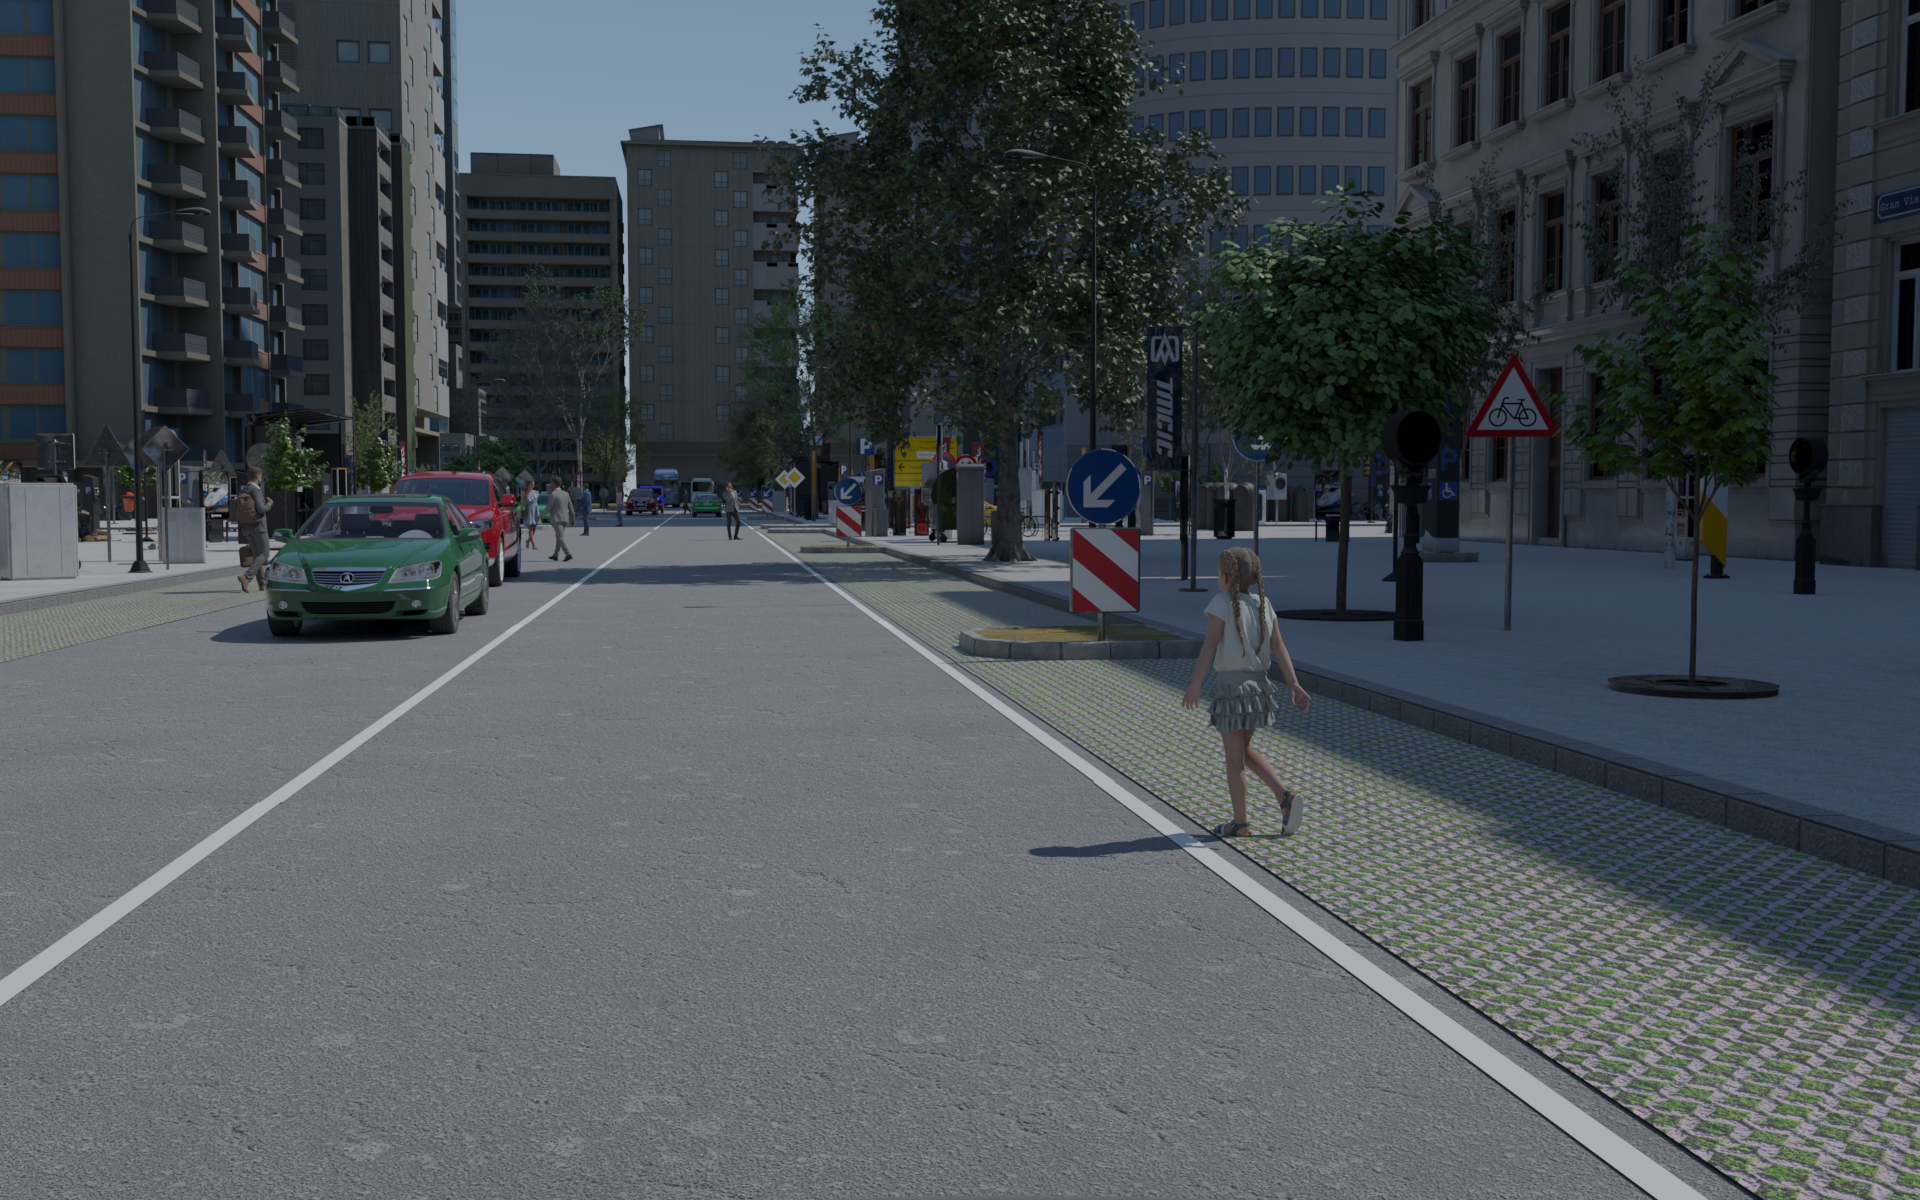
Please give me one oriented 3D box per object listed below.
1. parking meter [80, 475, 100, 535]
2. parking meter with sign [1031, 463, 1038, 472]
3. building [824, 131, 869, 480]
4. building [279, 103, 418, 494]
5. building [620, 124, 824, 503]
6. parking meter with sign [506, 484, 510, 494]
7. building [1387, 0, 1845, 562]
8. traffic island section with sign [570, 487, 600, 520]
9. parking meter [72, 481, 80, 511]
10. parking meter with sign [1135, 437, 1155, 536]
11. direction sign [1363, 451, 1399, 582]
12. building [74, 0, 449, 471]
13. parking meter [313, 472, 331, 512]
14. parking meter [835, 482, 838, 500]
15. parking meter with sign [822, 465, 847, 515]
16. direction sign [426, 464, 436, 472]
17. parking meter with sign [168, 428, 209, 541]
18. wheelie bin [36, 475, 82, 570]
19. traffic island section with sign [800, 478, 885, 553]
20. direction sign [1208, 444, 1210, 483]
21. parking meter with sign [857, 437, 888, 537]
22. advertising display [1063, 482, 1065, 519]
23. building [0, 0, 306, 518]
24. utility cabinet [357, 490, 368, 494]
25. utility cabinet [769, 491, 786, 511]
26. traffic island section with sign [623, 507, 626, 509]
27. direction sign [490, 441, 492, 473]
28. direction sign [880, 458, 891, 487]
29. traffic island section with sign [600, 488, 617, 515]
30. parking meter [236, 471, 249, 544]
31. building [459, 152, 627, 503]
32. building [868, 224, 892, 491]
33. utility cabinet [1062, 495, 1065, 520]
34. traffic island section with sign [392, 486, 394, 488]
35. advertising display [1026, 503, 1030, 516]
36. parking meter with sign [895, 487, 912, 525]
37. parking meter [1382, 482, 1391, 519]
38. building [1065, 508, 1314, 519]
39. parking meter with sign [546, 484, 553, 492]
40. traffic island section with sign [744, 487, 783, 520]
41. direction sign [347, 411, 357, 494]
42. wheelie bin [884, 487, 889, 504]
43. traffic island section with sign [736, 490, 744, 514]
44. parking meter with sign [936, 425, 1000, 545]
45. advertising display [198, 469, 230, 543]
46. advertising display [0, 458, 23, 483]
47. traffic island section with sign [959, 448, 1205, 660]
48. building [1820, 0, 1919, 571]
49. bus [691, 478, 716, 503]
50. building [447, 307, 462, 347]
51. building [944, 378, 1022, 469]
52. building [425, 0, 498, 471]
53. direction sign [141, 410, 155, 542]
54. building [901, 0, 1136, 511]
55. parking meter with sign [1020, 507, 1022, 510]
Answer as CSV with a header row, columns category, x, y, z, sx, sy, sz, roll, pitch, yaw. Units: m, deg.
category,x,y,z,sx,sy,sz,roll,pitch,yaw
parking meter,-26.080,-2.833,52.037,0.399,1.863,0.255,1,4,14
parking meter with sign,3.675,-6.125,96.398,0.543,3.016,1.738,-3,4,-37
building,-8.133,-41.052,260.433,27.495,52.752,28.713,-1,4,-8
building,-49.898,-22.030,131.886,14.160,30.474,14.107,-1,4,-8
building,-35.258,-40.775,255.916,27.495,52.752,28.713,-1,4,-8
parking meter with sign,-33.008,-7.907,125.532,1.738,3.016,0.543,2,4,31
building,19.341,-12.625,42.583,11.583,22.565,21.152,-1,4,-8
traffic island section with sign,-20.954,-5.270,94.785,1.989,1.847,2.006,-1,4,-8
parking meter,-38.590,-4.285,75.771,0.399,1.863,0.255,-2,4,-31
parking meter with sign,5.764,-3.511,53.665,0.543,3.016,1.738,0,4,-6
direction sign,6.401,-2.042,25.384,0.876,3.537,0.379,3,5,43
building,-60.809,-34.480,152.983,28.713,52.752,27.495,-1,4,-8
parking meter,-15.878,-2.290,43.151,0.255,1.863,0.399,1,4,16
parking meter,-5.613,-4.598,80.885,0.255,1.863,0.399,3,5,43
parking meter with sign,-7.692,-6.693,105.692,1.738,3.016,0.543,3,5,42
direction sign,-39.296,-8.366,128.774,0.379,3.537,0.876,3,4,38
parking meter with sign,-20.790,-3.093,46.824,0.543,3.016,1.738,1,4,11
wheelie bin,-14.904,-1.255,28.435,0.980,1.594,0.693,2,4,25
traffic island section with sign,-2.904,-2.070,42.470,1.989,1.847,2.006,-1,4,-8
direction sign,11.251,-5.274,78.219,0.379,3.537,0.876,0,4,4
parking meter with sign,-2.603,-3.443,52.549,0.543,3.016,1.738,-1,4,-21
advertising display,5.426,-5.223,90.602,0.123,1.923,0.974,0,4,5
building,-51.836,-27.327,101.414,22.147,44.769,28.867,-1,4,-8
utility cabinet,-30.894,-4.948,89.571,0.318,1.500,1.173,0,4,-5
utility cabinet,-15.092,-8.269,143.876,1.173,1.500,0.318,-1,4,-21
traffic island section with sign,-32.237,-9.938,171.114,1.989,1.847,2.006,-1,4,-8
direction sign,-20.305,-5.076,74.985,0.379,3.537,0.876,-1,4,-15
direction sign,-4.643,-7.142,108.766,0.876,3.537,0.379,2,4,28
traffic island section with sign,-24.899,-6.901,121.451,1.989,1.847,2.006,-1,4,-8
parking meter,-18.339,-2.372,44.485,0.399,1.863,0.255,-1,4,-13
building,-59.458,-38.262,249.280,21.600,48.544,21.300,-1,4,-8
building,1.014,-35.266,200.296,21.300,48.544,21.600,-1,4,-8
utility cabinet,4.735,-4.543,85.448,0.306,1.237,1.020,3,5,40
traffic island section with sign,-12.923,-1.942,40.380,1.989,1.847,2.006,-1,4,-8
advertising display,3.487,-5.070,88.108,0.974,1.923,0.123,2,4,31
parking meter with sign,-2.379,-4.696,73.048,1.738,3.016,0.543,1,4,10
parking meter,21.112,-4.892,85.693,0.399,1.863,0.255,-3,4,-38
building,19.041,-34.091,99.390,28.212,58.520,21.231,-1,4,-8
parking meter with sign,-32.042,-8.530,135.732,1.738,3.016,0.543,-1,4,-11
traffic island section with sign,-10.867,-5.371,96.439,1.989,1.847,2.006,-1,4,-8
direction sign,-16.701,-3.414,47.815,0.379,3.537,0.876,-1,4,-16
wheelie bin,-3.329,-4.221,76.914,0.693,1.594,0.980,-1,4,-15
traffic island section with sign,-14.906,-7.041,123.756,1.989,1.847,2.006,-1,4,-8
parking meter with sign,0.276,-2.903,43.726,1.738,3.016,0.543,0,4,-5
advertising display,-19.702,-2.481,45.780,0.123,1.923,0.974,1,4,19
advertising display,-17.191,-1.579,31.038,0.123,1.923,0.974,1,4,14
traffic island section with sign,1.034,-0.439,15.803,1.989,1.847,2.006,-1,4,-8
building,23.017,-13.598,19.597,12.463,27.353,25.104,-1,4,-8
bus,-30.913,-13.057,208.336,2.948,3.499,13.247,0,4,-8
building,-82.867,-34.252,251.895,23.993,40.220,32.217,-1,4,-8
building,11.975,-49.683,124.991,22.319,86.520,31.000,-1,4,-8
building,-67.574,-53.585,188.780,31.000,86.520,22.319,-1,4,-8
direction sign,-22.028,-3.353,46.813,0.379,3.537,0.876,-2,4,-30
building,4.190,-38.693,174.629,21.231,58.520,28.212,-1,4,-8
parking meter with sign,1.649,-3.616,55.379,0.543,3.016,1.738,1,4,10
